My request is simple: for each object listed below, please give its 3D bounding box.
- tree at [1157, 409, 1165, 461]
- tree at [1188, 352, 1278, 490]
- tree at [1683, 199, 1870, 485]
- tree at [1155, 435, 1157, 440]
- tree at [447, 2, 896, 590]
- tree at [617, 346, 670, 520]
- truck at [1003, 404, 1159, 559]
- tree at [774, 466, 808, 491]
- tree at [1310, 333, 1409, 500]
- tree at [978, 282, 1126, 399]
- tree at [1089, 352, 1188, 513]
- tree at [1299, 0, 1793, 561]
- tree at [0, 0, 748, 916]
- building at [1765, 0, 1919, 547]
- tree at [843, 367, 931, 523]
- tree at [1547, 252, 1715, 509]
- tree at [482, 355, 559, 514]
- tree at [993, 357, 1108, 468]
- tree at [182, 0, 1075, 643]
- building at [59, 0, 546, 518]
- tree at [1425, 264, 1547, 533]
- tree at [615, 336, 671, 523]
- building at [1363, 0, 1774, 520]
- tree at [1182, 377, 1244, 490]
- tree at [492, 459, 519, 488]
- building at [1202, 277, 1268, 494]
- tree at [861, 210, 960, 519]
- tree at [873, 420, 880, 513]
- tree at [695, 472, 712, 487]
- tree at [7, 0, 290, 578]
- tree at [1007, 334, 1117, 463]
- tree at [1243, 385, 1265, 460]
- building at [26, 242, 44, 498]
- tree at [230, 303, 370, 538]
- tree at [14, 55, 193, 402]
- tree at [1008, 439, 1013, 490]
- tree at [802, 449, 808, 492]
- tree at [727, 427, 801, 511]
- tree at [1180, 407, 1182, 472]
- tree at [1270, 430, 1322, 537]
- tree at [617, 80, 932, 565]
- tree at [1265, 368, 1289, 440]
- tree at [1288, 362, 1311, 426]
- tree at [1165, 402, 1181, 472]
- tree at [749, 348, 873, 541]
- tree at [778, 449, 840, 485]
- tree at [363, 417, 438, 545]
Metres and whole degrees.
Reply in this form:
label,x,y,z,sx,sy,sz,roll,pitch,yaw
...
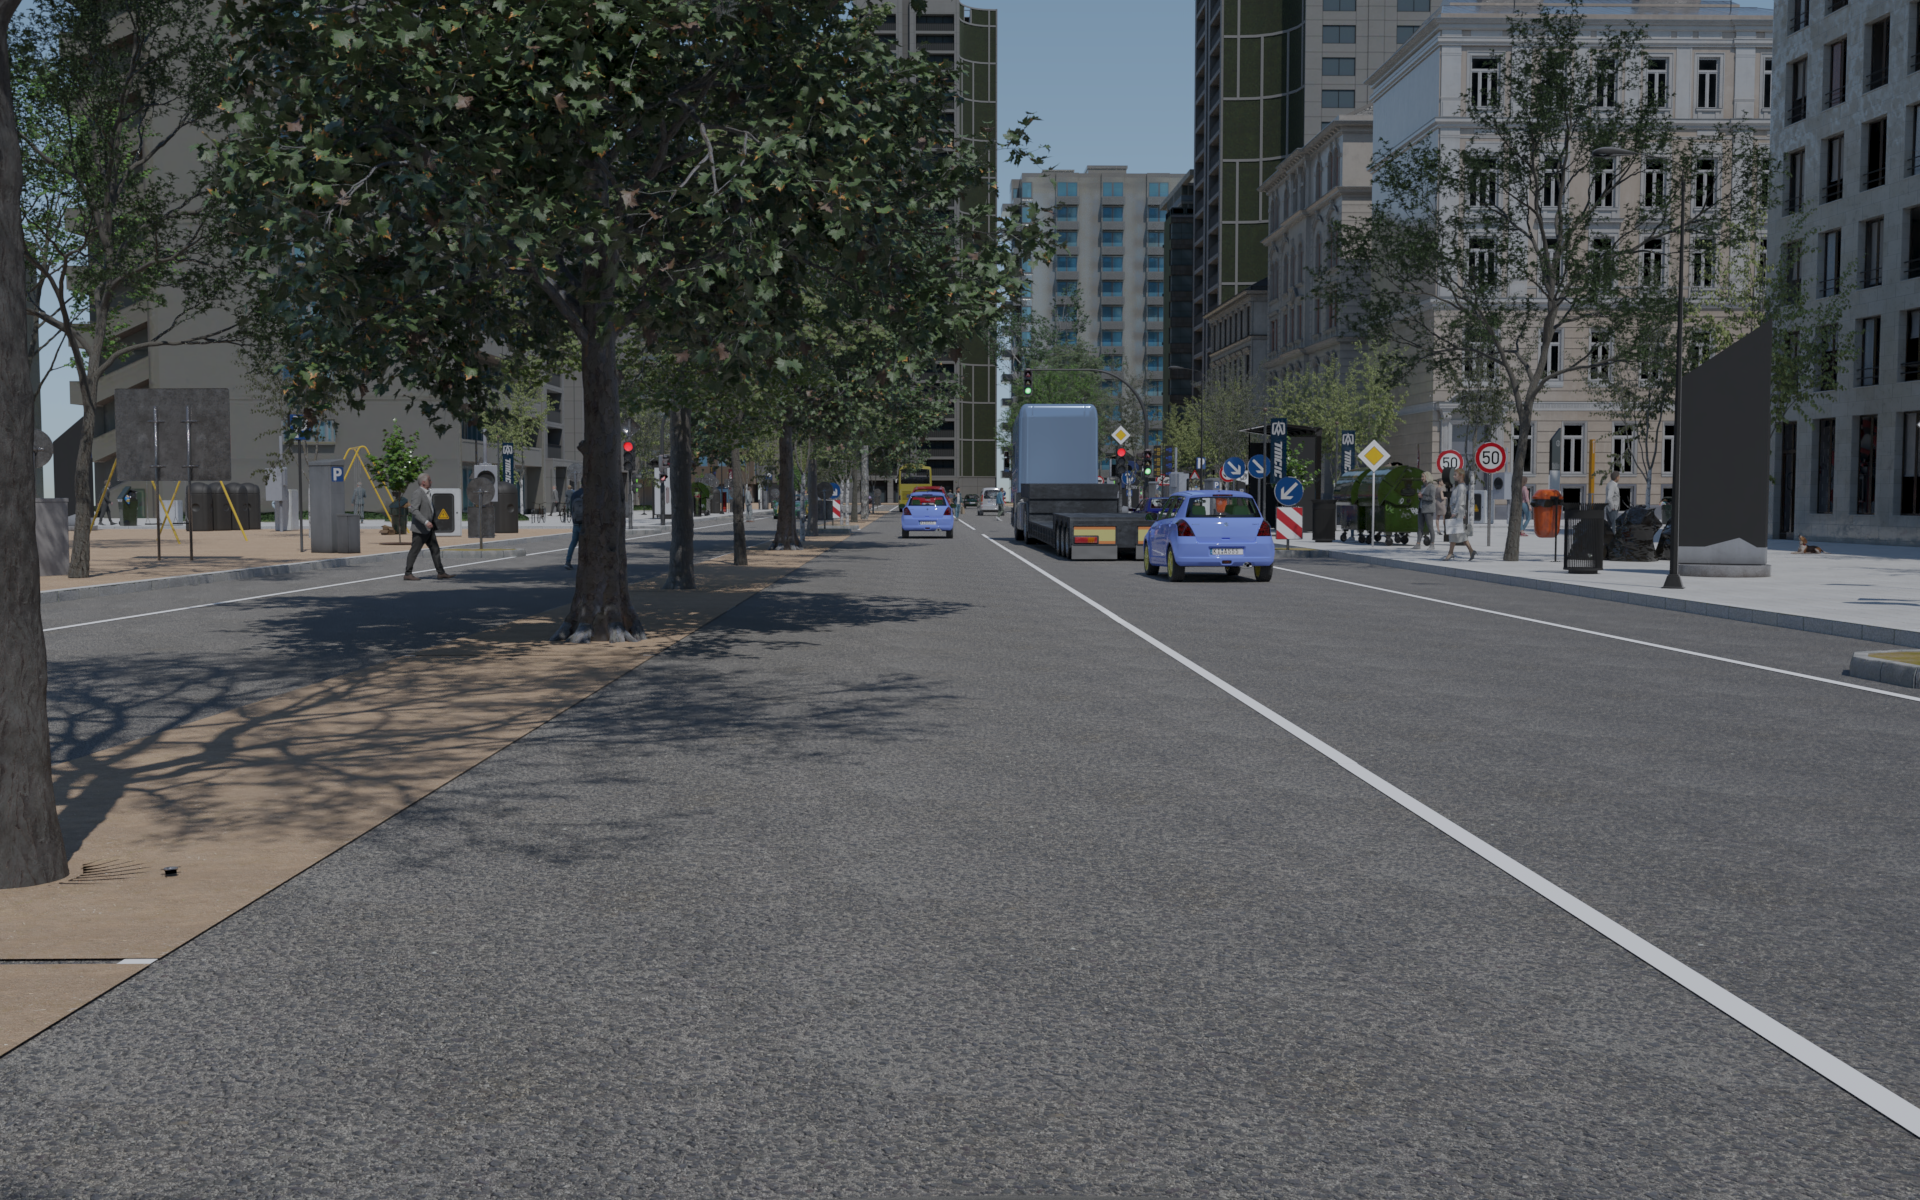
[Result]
label,x,y,z,sx,sy,sz,roll,pitch,yaw
tree,17.630,-10.919,128.891,4.737,8.622,4.395,0,3,0
tree,14.488,-8.481,89.021,4.360,8.622,3.978,0,3,0
tree,20.073,-5.673,43.121,4.737,8.622,4.395,0,3,0
tree,17.569,-11.496,138.316,4.737,8.622,4.395,0,3,0
tree,-4.302,-6.451,26.055,7.486,12.596,7.792,0,3,0
tree,-15.387,-8.046,81.914,4.737,8.622,4.395,0,3,0
truck,3.169,-3.440,46.003,2.967,4.110,18.799,0,4,-2
tree,-17.359,-11.854,177.530,4.285,4.588,4.351,0,3,0
tree,18.804,-7.912,79.716,4.737,8.622,4.395,0,3,0
tree,8.011,-18.273,154.653,12.611,20.169,13.585,0,3,0
tree,8.592,-8.478,88.976,4.360,8.622,3.978,0,3,0
tree,10.572,-5.996,32.448,8.767,10.594,7.601,-1,4,-10
tree,-3.464,-5.689,5.846,12.009,13.543,11.850,0,3,0
building,28.347,-11.385,40.894,10.420,20.320,16.860,0,4,-1
tree,-5.189,-9.669,86.307,9.928,11.665,9.643,0,3,0
tree,20.564,-6.212,51.923,4.360,8.622,3.978,0,3,0
tree,-22.824,-8.480,89.012,4.737,8.622,4.395,0,3,0
tree,7.376,-12.537,130.731,9.928,11.665,9.643,0,3,0
tree,-3.513,-5.951,16.763,9.611,12.733,9.660,0,3,0
building,-36.654,-28.990,97.696,21.300,48.544,21.600,0,4,-1
tree,16.980,-6.490,56.476,4.360,8.622,3.978,0,3,0
tree,-14.255,-7.689,76.079,4.360,8.622,3.978,0,3,0
building,32.939,-18.703,91.699,20.117,28.700,13.634,0,4,-1
tree,16.467,-9.602,107.354,4.737,8.622,4.395,0,3,0
tree,-24.788,-6.094,94.243,1.663,3.219,1.824,0,3,0
building,25.912,-16.670,137.182,10.561,19.102,19.286,0,4,-1
tree,-6.599,-14.619,97.364,12.611,20.169,13.585,0,3,0
tree,-4.770,-7.346,72.925,4.360,8.622,3.978,0,3,0
tree,-20.862,-8.944,140.831,1.663,3.219,1.824,0,3,0
tree,-13.136,-5.607,26.091,7.601,10.594,8.767,0,4,7
tree,8.118,-14.260,139.814,9.857,13.997,8.962,0,3,0
tree,19.585,-9.276,102.022,4.737,8.622,4.395,0,3,0
building,-67.873,-47.692,92.431,31.000,86.520,22.319,0,4,-1
tree,-19.105,-6.135,50.669,4.360,8.622,3.978,0,3,0
tree,-21.232,-6.912,38.775,9.928,11.665,9.643,0,3,0
tree,6.532,-13.899,177.607,4.360,8.622,3.978,0,3,0
tree,-17.737,-14.647,189.841,4.737,8.622,4.395,0,3,0
tree,-15.580,-11.433,137.284,4.737,8.622,4.395,0,3,0
tree,18.172,-10.166,116.581,4.737,8.622,4.395,0,3,0
tree,9.793,-3.529,52.303,1.663,3.219,1.824,0,3,0
tree,-4.373,-5.982,34.680,8.767,10.594,7.601,0,4,-1
tree,19.969,-9.013,97.732,4.737,8.622,4.395,0,3,0
tree,20.019,-8.617,91.252,4.737,8.622,4.395,0,3,0
tree,17.516,-10.529,122.516,4.737,8.622,4.395,0,3,0
tree,-4.756,-6.068,52.027,4.360,8.622,3.978,0,3,0
tree,-18.404,-19.244,221.286,9.857,13.997,8.962,0,3,0
tree,-14.313,-3.008,43.783,1.663,3.219,1.824,0,3,0
